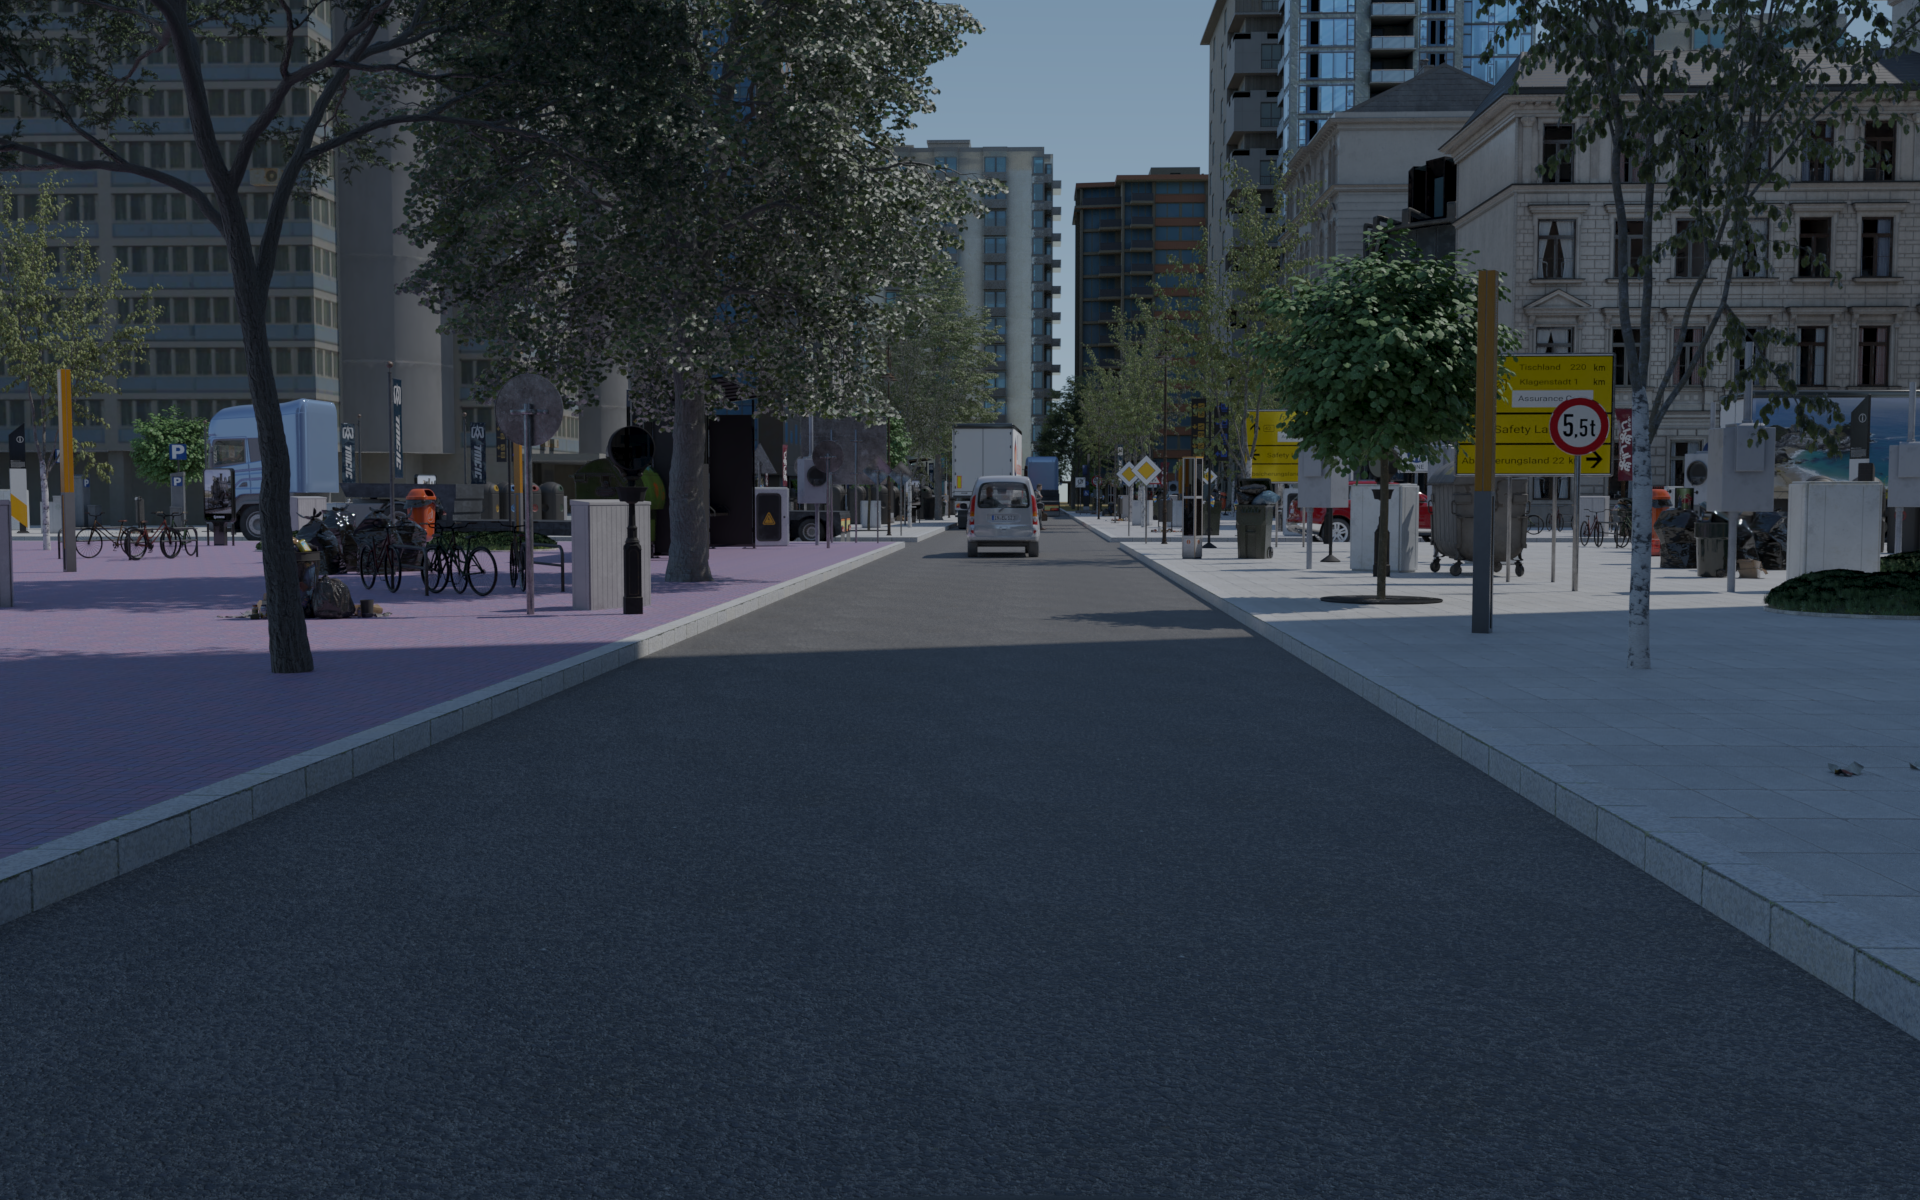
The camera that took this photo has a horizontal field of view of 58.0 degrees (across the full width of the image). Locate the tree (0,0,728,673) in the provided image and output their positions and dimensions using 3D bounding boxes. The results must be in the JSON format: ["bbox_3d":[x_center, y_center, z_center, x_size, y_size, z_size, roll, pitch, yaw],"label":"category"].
[{"bbox_3d":[-5.096,-4.771,12.416,7.601,10.594,8.767,3,4,36],"label":"tree"}]

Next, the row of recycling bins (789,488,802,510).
[{"bbox_3d":[-11.167,-6.970,121.075,3.534,1.692,1.069,0,4,8],"label":"row of recycling bins"}]

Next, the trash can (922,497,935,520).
[{"bbox_3d":[-1.524,-4.555,86.120,0.748,1.137,0.748,0,3,0],"label":"trash can"}]

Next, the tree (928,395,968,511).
[{"bbox_3d":[-0.266,-10.828,127.403,4.737,8.622,4.395,0,3,0],"label":"tree"}]

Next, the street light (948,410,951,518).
[{"bbox_3d":[-0.585,-7.342,92.823,0.468,5.910,1.993,0,4,2],"label":"street light"}]

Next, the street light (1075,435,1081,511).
[{"bbox_3d":[8.672,-9.432,126.997,0.468,5.910,1.993,0,4,2],"label":"street light"}]

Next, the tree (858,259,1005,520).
[{"bbox_3d":[-1.456,-10.166,84.339,7.486,12.596,7.792,0,3,0],"label":"tree"}]

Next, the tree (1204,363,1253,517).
[{"bbox_3d":[15.280,-8.966,96.950,4.360,8.622,3.978,0,3,0],"label":"tree"}]

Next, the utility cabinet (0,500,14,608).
[{"bbox_3d":[-11.256,-0.510,19.503,1.020,1.237,0.306,-2,4,-26],"label":"utility cabinet"}]

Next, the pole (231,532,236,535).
[{"bbox_3d":[-22.883,-3.707,54.456,0.158,3.312,0.155,0,3,0],"label":"pole"}]

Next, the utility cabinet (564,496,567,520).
[{"bbox_3d":[-15.361,-3.351,65.956,1.020,1.237,0.306,3,5,43],"label":"utility cabinet"}]

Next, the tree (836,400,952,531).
[{"bbox_3d":[-3.203,-4.675,60.153,4.285,4.588,4.351,0,3,0],"label":"tree"}]

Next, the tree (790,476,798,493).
[{"bbox_3d":[-10.869,-7.554,118.115,1.663,3.219,1.824,0,3,0],"label":"tree"}]

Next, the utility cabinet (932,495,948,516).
[{"bbox_3d":[-1.157,-5.610,102.881,1.020,1.237,0.306,1,4,17],"label":"utility cabinet"}]

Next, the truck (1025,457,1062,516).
[{"bbox_3d":[5.599,-7.903,118.979,2.967,4.110,18.799,0,4,3],"label":"truck"}]

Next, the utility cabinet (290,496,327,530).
[{"bbox_3d":[-17.138,-2.106,45.593,0.306,1.237,1.020,2,4,24],"label":"utility cabinet"}]

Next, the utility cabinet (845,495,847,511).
[{"bbox_3d":[-8.022,-6.821,122.678,0.306,1.237,1.020,3,5,39],"label":"utility cabinet"}]

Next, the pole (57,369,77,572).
[{"bbox_3d":[-14.653,-2.114,28.414,0.158,3.312,0.155,0,3,0],"label":"pole"}]

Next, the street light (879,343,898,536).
[{"bbox_3d":[-2.191,-4.925,53.311,0.468,5.910,1.993,0,4,2],"label":"street light"}]

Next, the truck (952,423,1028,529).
[{"bbox_3d":[1.328,-5.217,74.219,2.839,4.237,11.283,0,4,4],"label":"truck"}]

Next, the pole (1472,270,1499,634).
[{"bbox_3d":[4.828,-1.350,15.917,0.158,3.312,0.155,0,3,0],"label":"pole"}]

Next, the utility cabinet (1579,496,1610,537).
[{"bbox_3d":[19.000,-2.507,52.154,0.306,1.237,1.020,-3,5,-40],"label":"utility cabinet"}]

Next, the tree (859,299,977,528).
[{"bbox_3d":[-1.687,-7.068,65.927,4.360,8.622,3.978,0,3,0],"label":"tree"}]

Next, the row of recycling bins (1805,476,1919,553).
[{"bbox_3d":[20.206,-1.880,37.846,3.534,1.692,1.069,3,5,43],"label":"row of recycling bins"}]

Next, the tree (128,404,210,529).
[{"bbox_3d":[-28.551,-4.842,62.884,4.285,4.588,4.351,0,3,0],"label":"tree"}]

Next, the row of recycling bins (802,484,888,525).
[{"bbox_3d":[-4.758,-4.043,73.213,3.534,1.692,1.069,0,4,2],"label":"row of recycling bins"}]

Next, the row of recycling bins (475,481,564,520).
[{"bbox_3d":[-14.709,-3.086,57.573,1.069,1.692,3.534,3,4,37],"label":"row of recycling bins"}]

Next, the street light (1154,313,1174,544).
[{"bbox_3d":[5.242,-4.372,44.263,0.468,5.910,1.993,0,4,2],"label":"street light"}]

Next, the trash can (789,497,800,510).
[{"bbox_3d":[-8.543,-4.634,87.425,0.748,1.137,0.748,0,3,0],"label":"trash can"}]

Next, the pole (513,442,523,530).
[{"bbox_3d":[-10.524,-2.900,41.255,0.158,3.312,0.155,0,3,0],"label":"pole"}]

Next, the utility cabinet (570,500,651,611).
[{"bbox_3d":[-3.920,-0.512,19.527,0.306,1.237,1.020,2,4,31],"label":"utility cabinet"}]

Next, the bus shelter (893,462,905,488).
[{"bbox_3d":[-4.263,-6.424,96.314,1.731,3.624,6.357,0,4,3],"label":"bus shelter"}]

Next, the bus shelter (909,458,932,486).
[{"bbox_3d":[-2.911,-7.554,114.784,1.731,3.624,6.357,0,4,3],"label":"bus shelter"}]

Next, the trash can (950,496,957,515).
[{"bbox_3d":[-0.492,-5.681,104.542,0.748,1.137,0.748,0,3,0],"label":"trash can"}]

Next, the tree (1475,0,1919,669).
[{"bbox_3d":[5.111,-3.787,12.287,4.360,8.622,3.978,0,3,0],"label":"tree"}]

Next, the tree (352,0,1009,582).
[{"bbox_3d":[-3.958,-7.253,25.239,9.857,13.997,8.962,0,3,0],"label":"tree"}]

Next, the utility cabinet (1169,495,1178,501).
[{"bbox_3d":[11.059,-4.958,92.228,1.020,1.237,0.306,0,4,1],"label":"utility cabinet"}]

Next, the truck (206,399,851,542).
[{"bbox_3d":[-12.594,-3.652,49.462,18.799,4.110,2.967,0,4,3],"label":"truck"}]

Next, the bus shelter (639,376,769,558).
[{"bbox_3d":[-5.442,-2.838,37.676,1.731,3.624,6.357,0,4,2],"label":"bus shelter"}]

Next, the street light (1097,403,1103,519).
[{"bbox_3d":[7.041,-7.032,87.759,0.468,5.910,1.993,0,4,2],"label":"street light"}]

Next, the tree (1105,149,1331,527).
[{"bbox_3d":[6.099,-5.325,37.427,4.737,8.622,4.395,0,3,0],"label":"tree"}]

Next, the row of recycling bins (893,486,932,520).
[{"bbox_3d":[-3.075,-4.943,87.923,3.534,1.692,1.069,1,4,19],"label":"row of recycling bins"}]

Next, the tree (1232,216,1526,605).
[{"bbox_3d":[4.968,-2.257,20.621,4.285,4.588,4.351,0,3,0],"label":"tree"}]

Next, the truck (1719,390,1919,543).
[{"bbox_3d":[27.022,-3.590,47.608,11.283,4.237,2.839,0,4,4],"label":"truck"}]

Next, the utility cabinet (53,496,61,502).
[{"bbox_3d":[-32.386,-3.141,62.521,1.020,1.237,0.306,3,5,43],"label":"utility cabinet"}]

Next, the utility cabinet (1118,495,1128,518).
[{"bbox_3d":[8.826,-4.951,92.112,0.306,1.237,1.020,-2,4,-28],"label":"utility cabinet"}]

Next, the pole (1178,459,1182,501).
[{"bbox_3d":[12.776,-6.521,100.454,0.158,3.312,0.155,0,3,0],"label":"pole"}]
